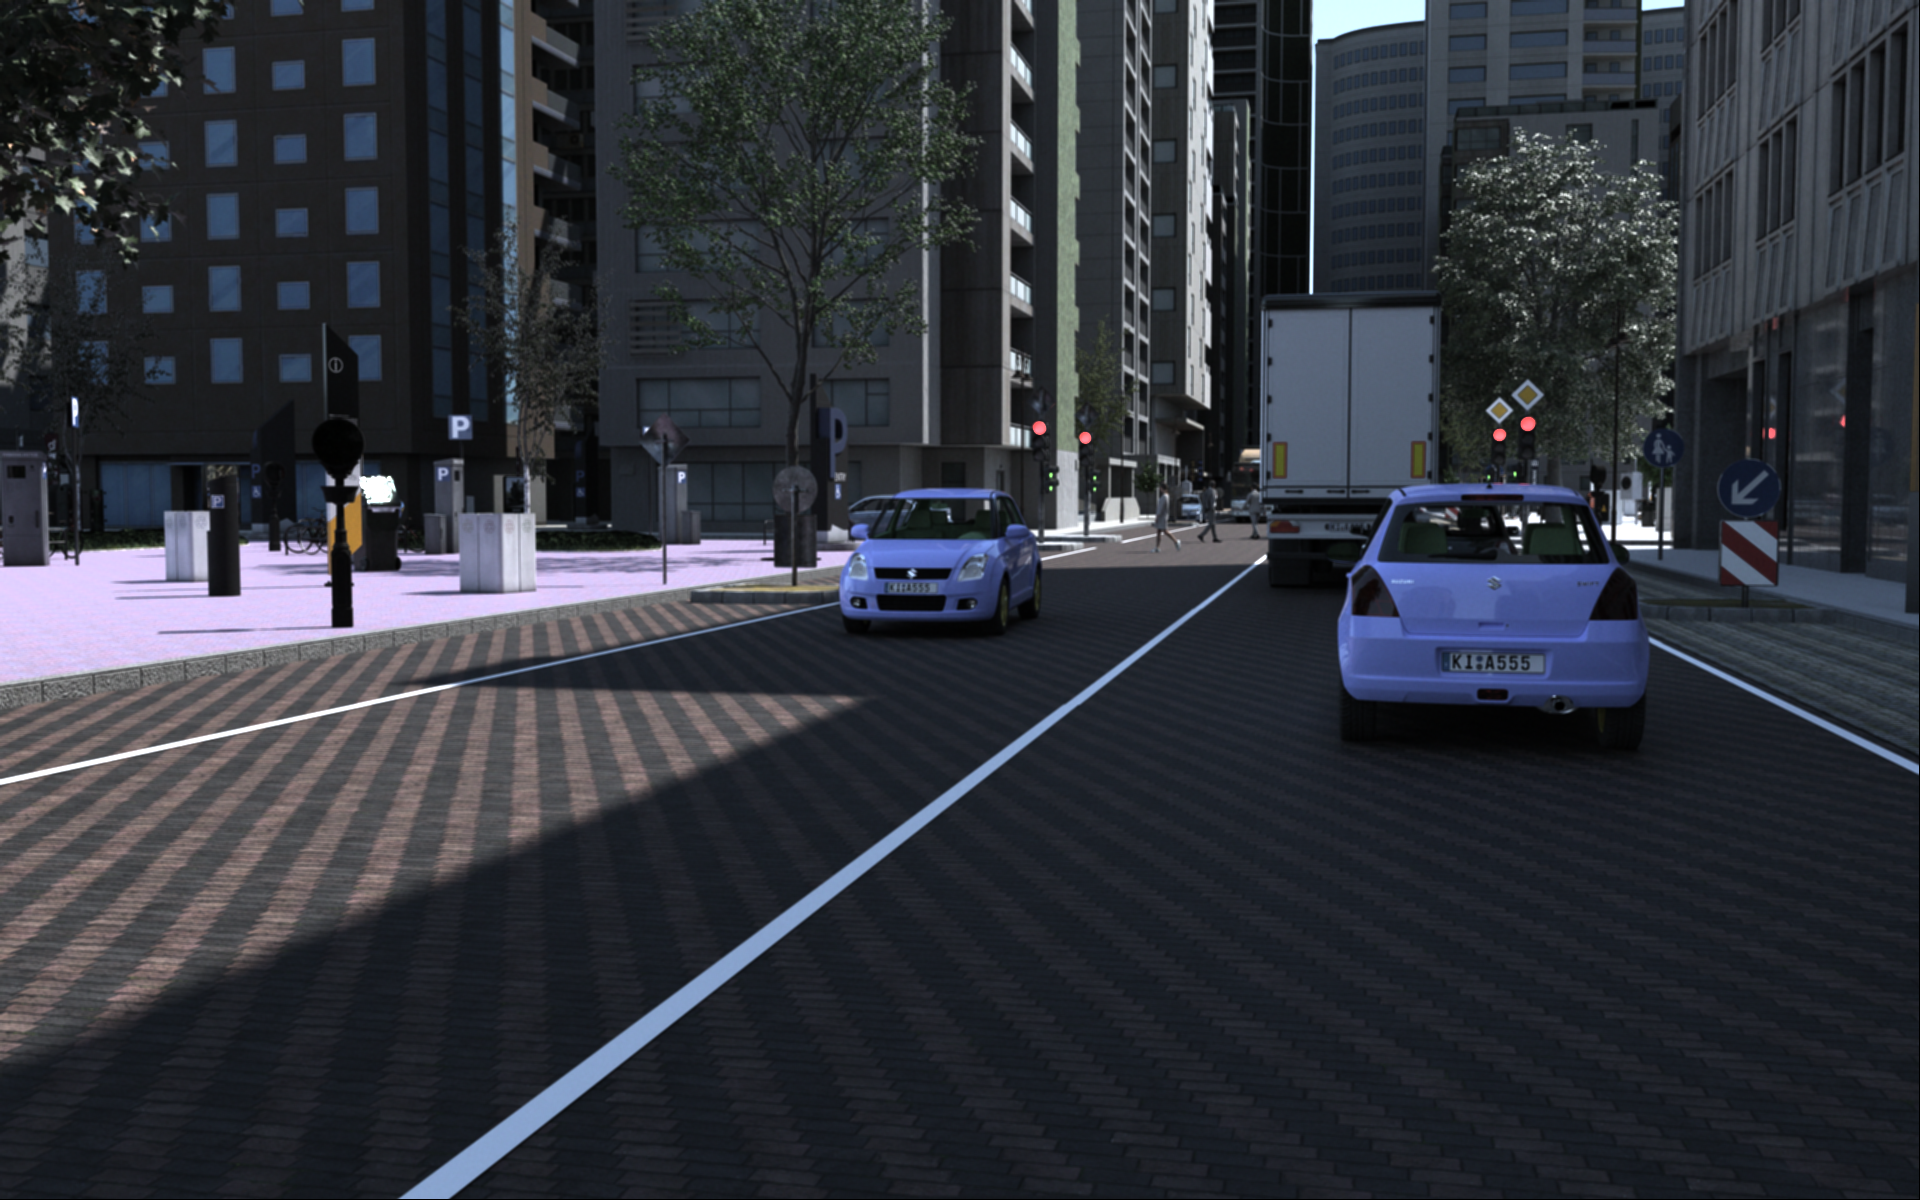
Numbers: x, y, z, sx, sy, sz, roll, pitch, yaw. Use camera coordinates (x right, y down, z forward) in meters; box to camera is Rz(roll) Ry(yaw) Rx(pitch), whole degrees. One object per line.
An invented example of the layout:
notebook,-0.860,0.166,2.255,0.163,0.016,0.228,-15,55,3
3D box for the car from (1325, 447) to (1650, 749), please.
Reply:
car,3.330,-0.096,11.160,1.945,1.707,3.694,1,4,13

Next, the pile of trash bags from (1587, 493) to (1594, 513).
pile of trash bags,37.753,-6.017,108.131,3.447,1.369,1.912,0,4,-2

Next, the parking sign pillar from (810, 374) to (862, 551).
parking sign pillar,-2.968,-3.114,39.389,1.447,3.967,1.447,1,4,17

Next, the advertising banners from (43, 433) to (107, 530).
advertising banners,-25.822,-3.324,50.539,0.090,3.025,2.074,1,4,23

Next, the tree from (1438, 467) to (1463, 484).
tree,31.466,-7.160,111.667,1.663,3.219,1.824,0,3,0

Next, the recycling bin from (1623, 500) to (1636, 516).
recycling bin,39.493,-5.478,102.116,0.722,1.027,0.722,1,4,17

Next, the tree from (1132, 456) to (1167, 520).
tree,9.419,-5.666,87.239,1.663,3.219,1.824,0,3,0

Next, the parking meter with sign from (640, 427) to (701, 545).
parking meter with sign,-7.379,-2.945,44.409,1.738,3.016,0.543,3,4,36

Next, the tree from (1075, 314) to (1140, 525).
tree,5.360,-7.422,71.719,4.737,8.622,4.395,0,3,0

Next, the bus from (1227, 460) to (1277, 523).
bus,15.757,-5.799,89.680,2.948,3.499,13.247,1,4,13

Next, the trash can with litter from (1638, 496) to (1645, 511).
trash can with litter,38.156,-5.333,98.244,2.233,1.210,1.678,0,4,2

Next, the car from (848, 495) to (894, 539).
car,-2.435,-2.335,50.174,4.499,1.417,2.014,1,4,11

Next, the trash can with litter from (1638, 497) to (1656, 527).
trash can with litter,27.009,-3.428,67.431,1.055,1.170,0.624,0,4,0

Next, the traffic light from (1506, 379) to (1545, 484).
traffic light,13.805,-3.265,42.299,0.839,4.253,0.868,1,4,13

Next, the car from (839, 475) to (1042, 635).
car,-0.148,-0.568,18.872,1.945,1.707,3.694,1,4,11

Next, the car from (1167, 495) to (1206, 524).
car,11.065,-4.448,84.725,2.014,1.417,4.499,1,4,13

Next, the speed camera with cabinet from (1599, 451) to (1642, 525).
speed camera with cabinet,27.554,-4.775,72.400,0.660,3.252,2.038,-1,4,-22

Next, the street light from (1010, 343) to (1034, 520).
street light,1.921,-4.928,53.361,0.468,5.910,1.993,1,4,13

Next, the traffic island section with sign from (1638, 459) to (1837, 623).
traffic island section with sign,8.898,-0.707,20.185,1.989,1.847,2.006,1,4,13

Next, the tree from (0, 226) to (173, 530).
tree,-23.998,-5.923,47.197,4.360,8.622,3.978,0,3,0

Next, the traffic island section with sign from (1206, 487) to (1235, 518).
traffic island section with sign,15.503,-5.805,103.538,1.989,1.847,2.006,1,4,13

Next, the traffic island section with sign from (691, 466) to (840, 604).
traffic island section with sign,-2.373,-0.910,23.500,1.989,1.847,2.006,1,4,13

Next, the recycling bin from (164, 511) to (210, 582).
recycling bin,-11.232,-0.797,25.593,0.722,1.027,0.722,3,4,36

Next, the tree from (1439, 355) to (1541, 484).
tree,25.931,-8.094,82.704,4.737,8.622,4.395,0,3,0

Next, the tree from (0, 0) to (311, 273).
tree,-8.275,-5.602,8.600,9.611,12.733,9.660,0,3,0

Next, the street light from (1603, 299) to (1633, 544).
street light,15.587,-4.181,41.147,0.468,5.910,1.993,1,4,13

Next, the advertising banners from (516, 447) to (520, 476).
advertising banners,-16.634,-4.184,64.602,0.090,3.025,2.074,-2,4,-25

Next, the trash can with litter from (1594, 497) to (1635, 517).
trash can with litter,33.107,-4.761,88.902,2.233,1.210,1.678,-2,4,-31

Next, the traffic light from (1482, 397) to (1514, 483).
traffic light,15.546,-3.741,50.093,0.839,4.253,0.868,1,4,13

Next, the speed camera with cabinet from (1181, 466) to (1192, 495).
speed camera with cabinet,16.518,-7.752,121.078,2.038,3.252,0.660,1,4,22

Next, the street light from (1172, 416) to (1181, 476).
street light,12.602,-7.850,101.135,0.468,5.910,1.993,1,4,13

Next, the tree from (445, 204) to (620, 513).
tree,-11.090,-5.797,45.139,4.360,8.622,3.978,0,3,0

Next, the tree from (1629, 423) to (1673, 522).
tree,32.684,-5.889,79.994,4.285,4.588,4.351,0,3,0

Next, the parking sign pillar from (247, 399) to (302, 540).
parking sign pillar,-19.342,-3.688,48.776,1.447,3.967,1.447,1,4,22

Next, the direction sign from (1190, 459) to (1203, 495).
direction sign,15.362,-7.382,112.697,0.876,3.537,0.379,-1,4,-14

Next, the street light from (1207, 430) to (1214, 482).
street light,18.096,-9.335,125.422,0.468,5.910,1.993,1,4,13

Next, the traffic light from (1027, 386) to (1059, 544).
traffic light,2.127,-3.423,44.882,0.839,4.253,0.868,1,4,13

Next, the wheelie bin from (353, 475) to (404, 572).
wheelie bin,-9.808,-1.285,28.924,0.693,1.594,0.980,3,5,43

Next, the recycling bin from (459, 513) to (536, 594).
recycling bin,-6.059,-0.621,22.703,0.722,1.027,0.722,2,4,26

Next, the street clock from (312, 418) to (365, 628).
street clock,-5.959,-0.739,16.657,0.471,2.002,0.358,-1,4,-16

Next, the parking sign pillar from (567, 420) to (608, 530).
parking sign pillar,-13.447,-4.519,62.364,1.447,3.967,1.447,0,4,8

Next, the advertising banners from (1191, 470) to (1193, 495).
advertising banners,14.601,-6.905,109.091,0.090,3.025,2.074,0,4,8

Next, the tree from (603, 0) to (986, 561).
tree,-3.117,-6.566,33.109,9.928,11.665,9.643,0,3,0

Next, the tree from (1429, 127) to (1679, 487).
tree,20.461,-9.343,59.421,9.857,13.997,8.962,0,3,0

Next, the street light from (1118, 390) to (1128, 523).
street light,7.220,-6.382,77.133,0.468,5.910,1.993,1,4,13

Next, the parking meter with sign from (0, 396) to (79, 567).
parking meter with sign,-16.686,-2.116,30.864,1.738,3.016,0.543,-1,4,-16

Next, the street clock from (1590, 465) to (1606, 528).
street clock,15.775,-2.342,42.858,0.358,2.002,0.471,0,4,-1

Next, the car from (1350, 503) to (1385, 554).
car,5.694,-0.671,20.755,2.009,1.686,4.222,1,4,13

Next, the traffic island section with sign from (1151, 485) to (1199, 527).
traffic island section with sign,9.634,-4.196,77.227,1.989,1.847,2.006,1,4,13

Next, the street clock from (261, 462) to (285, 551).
street clock,-15.435,-2.103,38.960,0.358,2.002,0.471,3,5,42

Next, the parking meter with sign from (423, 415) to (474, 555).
parking meter with sign,-11.050,-2.514,37.369,0.543,3.016,1.738,0,4,5

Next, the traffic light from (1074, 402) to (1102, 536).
traffic light,3.868,-3.899,52.676,0.839,4.253,0.868,1,4,13
